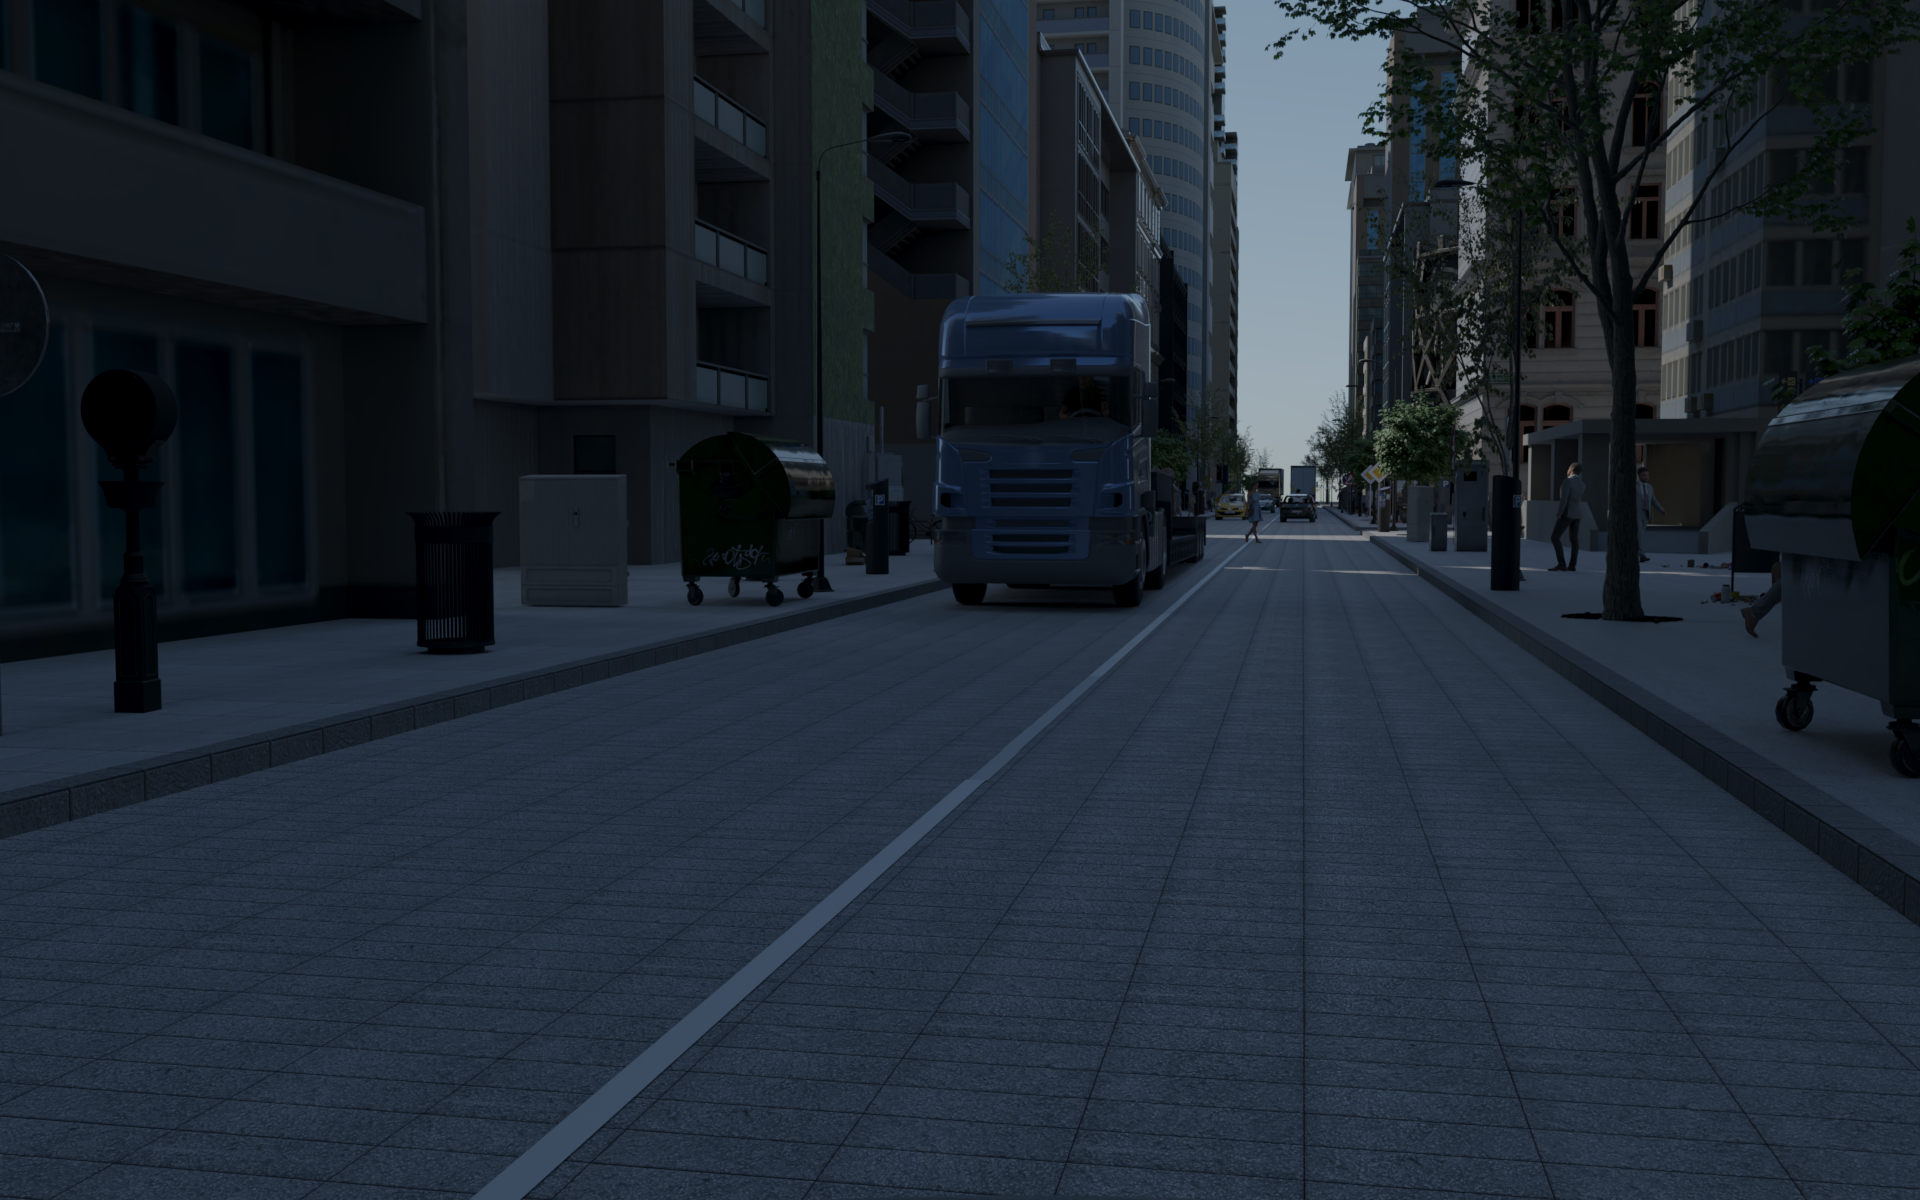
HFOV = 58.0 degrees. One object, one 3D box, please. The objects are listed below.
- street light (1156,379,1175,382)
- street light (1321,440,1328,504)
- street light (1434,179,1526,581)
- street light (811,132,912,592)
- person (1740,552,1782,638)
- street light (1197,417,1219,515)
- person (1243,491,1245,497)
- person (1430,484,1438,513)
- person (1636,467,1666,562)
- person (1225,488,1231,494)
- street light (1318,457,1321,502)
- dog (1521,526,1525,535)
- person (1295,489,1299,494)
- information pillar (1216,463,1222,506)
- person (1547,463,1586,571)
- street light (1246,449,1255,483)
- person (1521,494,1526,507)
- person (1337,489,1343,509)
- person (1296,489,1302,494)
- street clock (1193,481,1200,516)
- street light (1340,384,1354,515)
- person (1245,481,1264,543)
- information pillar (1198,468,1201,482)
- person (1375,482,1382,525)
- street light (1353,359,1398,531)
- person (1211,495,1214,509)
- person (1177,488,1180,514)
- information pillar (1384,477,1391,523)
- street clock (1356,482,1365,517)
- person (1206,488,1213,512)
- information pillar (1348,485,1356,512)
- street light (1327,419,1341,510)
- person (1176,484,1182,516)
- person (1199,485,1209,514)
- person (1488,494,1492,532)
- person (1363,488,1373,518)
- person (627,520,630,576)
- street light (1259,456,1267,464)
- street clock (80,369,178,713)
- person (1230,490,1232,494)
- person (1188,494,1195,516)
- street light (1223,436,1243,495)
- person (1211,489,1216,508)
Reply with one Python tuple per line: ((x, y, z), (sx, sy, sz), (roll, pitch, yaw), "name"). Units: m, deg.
((7.953, -5.959, 69.974), (1.470, 5.913, 1.316), (1, 4, 11), "street light")
((32.056, -10.784, 148.867), (1.470, 5.913, 1.316), (1, 4, 11), "street light")
((7.676, -3.245, 25.591), (1.470, 5.913, 1.316), (1, 4, 11), "street light")
((-1.310, -3.055, 22.497), (1.470, 5.913, 1.316), (1, 4, 11), "street light")
((7.427, -0.586, 15.581), (0.822, 1.834, 0.622), (0, 4, 8), "person")
((14.814, -8.036, 103.931), (1.470, 5.913, 1.316), (1, 4, 11), "street light")
((37.431, -13.581, 228.767), (0.621, 1.740, 0.551), (1, 4, 19), "person")
((18.518, -3.811, 68.123), (0.659, 1.850, 0.755), (-3, 5, -42), "person")
((12.811, -1.609, 32.617), (0.678, 1.792, 0.850), (-1, 4, -16), "person")
((22.146, -8.371, 143.183), (0.678, 1.792, 0.850), (1, 4, 13), "person")
((38.803, -12.885, 183.205), (1.470, 5.913, 1.316), (1, 4, 11), "street light")
((13.467, -1.560, 42.341), (0.540, 0.507, 0.406), (-1, 4, -23), "dog")
((25.109, -7.382, 129.548), (0.532, 1.782, 0.716), (0, 4, -1), "person")
((19.638, -8.564, 131.380), (0.183, 3.616, 0.504), (-3, 5, -39), "information pillar")
((10.115, -1.383, 28.844), (0.592, 1.802, 0.473), (-1, 4, -18), "person")
((29.788, -12.640, 179.204), (1.470, 5.913, 1.316), (1, 4, 11), "street light")
((22.021, -3.519, 67.828), (0.306, 1.304, 0.590), (0, 4, 4), "person")
((33.365, -8.851, 151.304), (0.990, 1.755, 0.434), (-1, 4, -13), "person")
((28.188, -8.318, 144.133), (1.348, 1.869, 0.705), (0, 4, -2), "person")
((13.472, -5.768, 98.874), (0.358, 2.002, 0.471), (-1, 4, -15), "street clock")
((17.018, -6.168, 73.394), (1.470, 5.913, 1.316), (1, 4, 11), "street light")
((8.547, -2.571, 50.625), (0.616, 1.811, 0.778), (-2, 4, -30), "person")
((18.190, -8.603, 132.019), (0.183, 3.616, 0.504), (3, 4, 37), "information pillar")
((17.061, -3.915, 70.396), (0.374, 1.781, 0.599), (2, 4, 32), "person")
((14.411, -5.325, 59.604), (1.470, 5.913, 1.316), (1, 4, 11), "street light")
((18.500, -7.122, 127.494), (0.382, 1.210, 0.505), (-1, 4, -11), "person")
((13.614, -6.275, 108.819), (0.466, 1.800, 0.511), (-2, 4, -24), "person")
((18.662, -4.352, 75.652), (0.304, 2.012, 0.304), (1, 4, 16), "information pillar")
((22.567, -5.695, 97.675), (0.471, 2.002, 0.358), (1, 4, 18), "street clock")
((17.567, -7.135, 123.102), (0.834, 1.777, 0.661), (2, 4, 32), "person")
((28.966, -7.523, 127.495), (0.304, 2.012, 0.304), (3, 4, 37), "information pillar")
((23.751, -8.251, 107.440), (1.470, 5.913, 1.316), (1, 4, 11), "street light")
((11.999, -5.469, 95.486), (0.581, 1.822, 0.654), (-1, 4, -12), "person")
((15.600, -6.448, 111.308), (0.795, 1.843, 0.661), (0, 4, 5), "person")
((17.660, -3.162, 58.147), (0.834, 1.777, 0.661), (2, 4, 25), "person")
((22.049, -5.274, 93.024), (0.760, 1.731, 0.466), (1, 4, 16), "person")
((-5.144, -0.943, 25.728), (0.640, 1.303, 0.475), (2, 4, 33), "person")
((39.088, -15.536, 226.560), (1.470, 5.913, 1.316), (1, 4, 11), "street light")
((-4.855, -0.343, 10.172), (0.471, 2.002, 0.358), (0, 4, 6), "street clock")
((33.976, -12.967, 218.194), (1.348, 1.807, 0.705), (0, 4, -3), "person")
((12.965, -5.296, 96.906), (0.475, 1.303, 0.640), (3, 4, 38), "person")
((22.973, -10.570, 145.363), (1.470, 5.913, 1.316), (1, 4, 11), "street light")
((22.881, -9.178, 156.651), (0.990, 1.755, 0.434), (0, 4, 6), "person")
